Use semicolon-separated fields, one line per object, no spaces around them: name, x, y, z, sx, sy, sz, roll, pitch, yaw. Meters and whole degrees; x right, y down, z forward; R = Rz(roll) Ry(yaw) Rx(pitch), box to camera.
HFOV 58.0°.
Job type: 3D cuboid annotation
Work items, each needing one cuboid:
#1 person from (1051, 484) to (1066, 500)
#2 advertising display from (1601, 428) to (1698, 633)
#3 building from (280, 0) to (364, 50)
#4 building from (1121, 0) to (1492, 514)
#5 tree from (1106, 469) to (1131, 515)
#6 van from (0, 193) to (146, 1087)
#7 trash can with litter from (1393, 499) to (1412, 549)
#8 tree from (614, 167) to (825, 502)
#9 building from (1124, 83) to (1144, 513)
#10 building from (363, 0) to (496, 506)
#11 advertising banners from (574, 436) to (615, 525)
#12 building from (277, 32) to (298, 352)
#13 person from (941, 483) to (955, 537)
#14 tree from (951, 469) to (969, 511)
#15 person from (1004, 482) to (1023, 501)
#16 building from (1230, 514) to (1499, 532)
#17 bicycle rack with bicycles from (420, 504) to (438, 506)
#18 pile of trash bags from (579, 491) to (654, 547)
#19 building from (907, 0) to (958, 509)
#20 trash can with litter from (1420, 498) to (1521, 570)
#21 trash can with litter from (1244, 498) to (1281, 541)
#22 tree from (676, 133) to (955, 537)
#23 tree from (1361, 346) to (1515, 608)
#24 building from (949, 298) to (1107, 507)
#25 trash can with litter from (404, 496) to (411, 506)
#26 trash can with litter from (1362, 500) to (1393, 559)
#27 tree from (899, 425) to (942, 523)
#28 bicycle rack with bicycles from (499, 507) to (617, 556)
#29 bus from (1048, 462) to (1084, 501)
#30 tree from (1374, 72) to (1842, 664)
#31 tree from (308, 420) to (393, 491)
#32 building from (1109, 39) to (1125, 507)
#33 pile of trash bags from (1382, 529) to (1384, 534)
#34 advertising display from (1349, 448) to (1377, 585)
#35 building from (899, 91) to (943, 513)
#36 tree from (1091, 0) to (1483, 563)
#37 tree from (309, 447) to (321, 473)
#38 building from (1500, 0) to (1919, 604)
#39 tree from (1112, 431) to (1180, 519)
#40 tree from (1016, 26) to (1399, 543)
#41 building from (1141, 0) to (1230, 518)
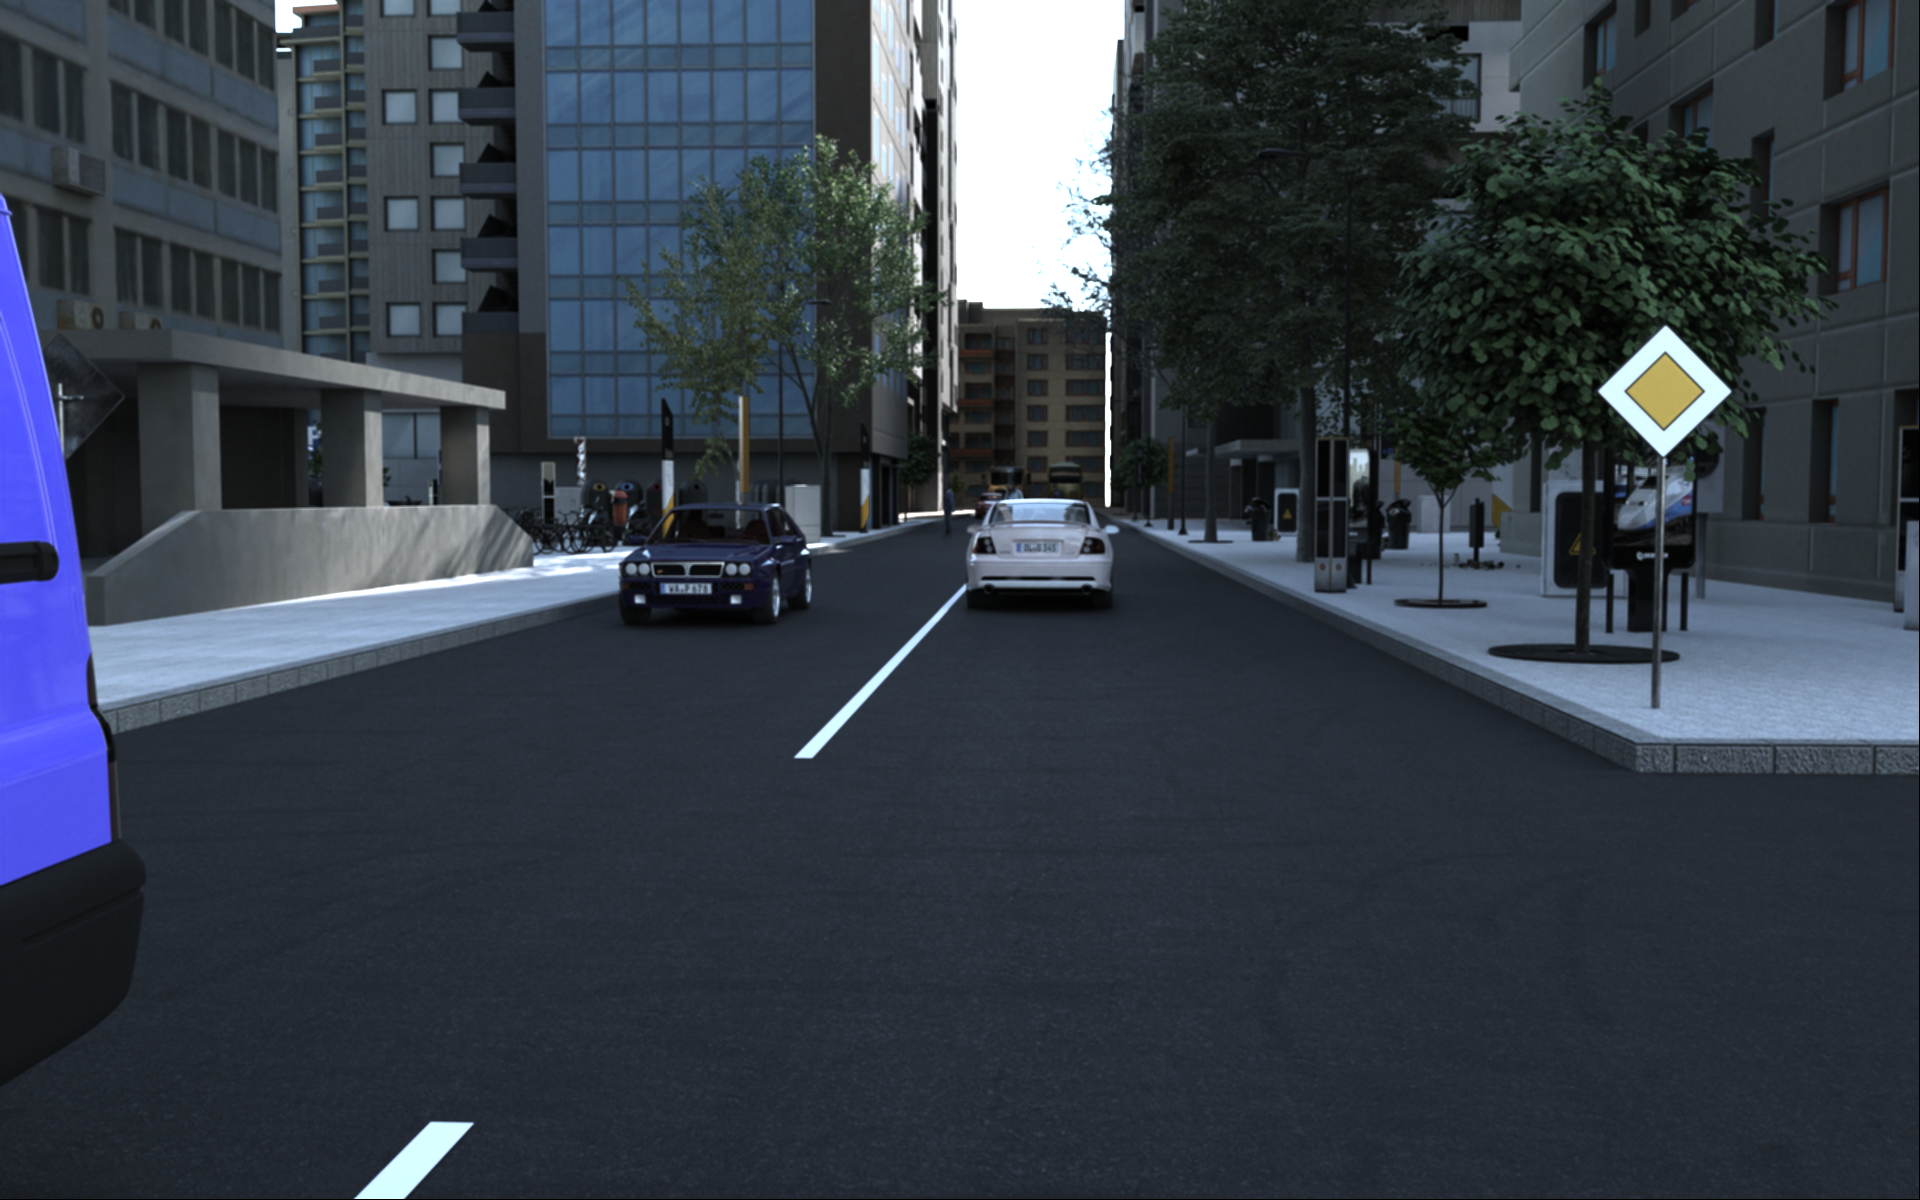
person;3.999;-3.777;70.067;0.655;1.846;0.447;1;4;16
advertising display;6.407;-0.666;16.095;0.974;1.923;0.123;-1;4;-19
building;-41.818;-30.396;151.595;28.867;44.769;22.147;0;4;3
building;27.538;-33.992;145.000;28.713;52.752;27.495;0;4;3
tree;9.824;-6.869;106.907;1.663;3.219;1.824;0;3;0
van;-2.683;0.209;0.973;2.240;2.365;5.245;0;4;1
trash can with litter;10.068;-1.774;40.398;0.624;1.170;1.055;-1;4;-17
tree;-5.173;-5.393;38.535;4.737;8.622;4.395;0;3;0
building;18.914;-21.613;125.071;14.160;30.474;14.107;0;4;3
building;-16.385;-31.270;100.508;28.713;52.752;27.495;0;4;3
advertising banners;-10.898;-3.419;52.082;2.074;3.025;0.090;3;4;37
building;-63.186;-28.939;156.748;14.086;41.232;14.154;0;4;3
person;-0.378;-2.997;57.683;0.419;1.800;0.721;-1;4;-9
tree;-0.349;-8.324;130.706;1.663;3.219;1.824;0;3;0
person;1.633;-2.571;50.803;0.793;1.790;0.793;0;4;-5
building;23.520;-29.401;69.948;28.713;52.752;27.495;0;4;3
bicycle rack with bicycles;-20.143;-3.053;63.295;2.852;0.926;2.925;1;4;10
pile of trash bags;-8.643;-2.082;43.785;1.912;1.369;3.447;-1;4;-10
building;-13.851;-34.093;146.666;27.495;52.752;28.713;0;4;3
trash can with litter;8.916;-1.170;30.194;1.678;1.210;2.233;1;4;14
trash can with litter;8.287;-2.196;47.293;0.624;1.170;1.055;3;5;41
tree;-4.148;-7.689;51.476;9.928;11.665;9.643;0;3;0
tree;5.646;-1.539;19.764;1.663;3.219;1.824;0;3;0
building;0.699;-20.761;184.487;28.899;21.520;27.650;0;4;3
trash can with litter;-21.960;-3.541;68.948;1.678;1.210;2.233;-2;4;-29
trash can with litter;7.912;-1.399;34.262;0.624;1.170;1.055;-2;4;-26
tree;-3.189;-6.180;84.761;4.285;4.588;4.351;0;3;0
bicycle rack with bicycles;-8.750;-1.481;37.598;2.925;0.926;2.852;-3;5;-42
bus;8.028;-8.574;131.732;2.896;3.916;12.252;0;4;4
tree;4.949;-1.825;13.555;4.285;4.588;4.351;0;3;0
tree;-14.025;-2.733;39.293;1.663;3.219;1.824;0;3;0
building;26.185;-33.899;177.945;21.600;48.544;21.300;0;4;3
pile of trash bags;11.956;-2.839;56.176;3.447;1.369;1.912;0;4;5
advertising display;5.635;-1.204;24.892;0.123;1.923;0.974;-1;4;-22
building;-8.692;-21.398;121.562;14.160;30.474;14.107;0;4;3
tree;6.162;-6.977;32.207;7.486;12.596;7.792;0;3;0
tree;-31.115;-6.253;85.952;4.285;4.588;4.351;0;3;0
building;25.595;-10.886;23.028;28.899;21.520;27.650;0;4;3
tree;9.391;-6.396;88.289;4.285;4.588;4.351;0;3;0
tree;6.583;-8.265;45.505;12.009;13.543;11.850;0;3;0
building;21.482;-34.307;102.923;21.231;58.520;28.212;0;4;3
